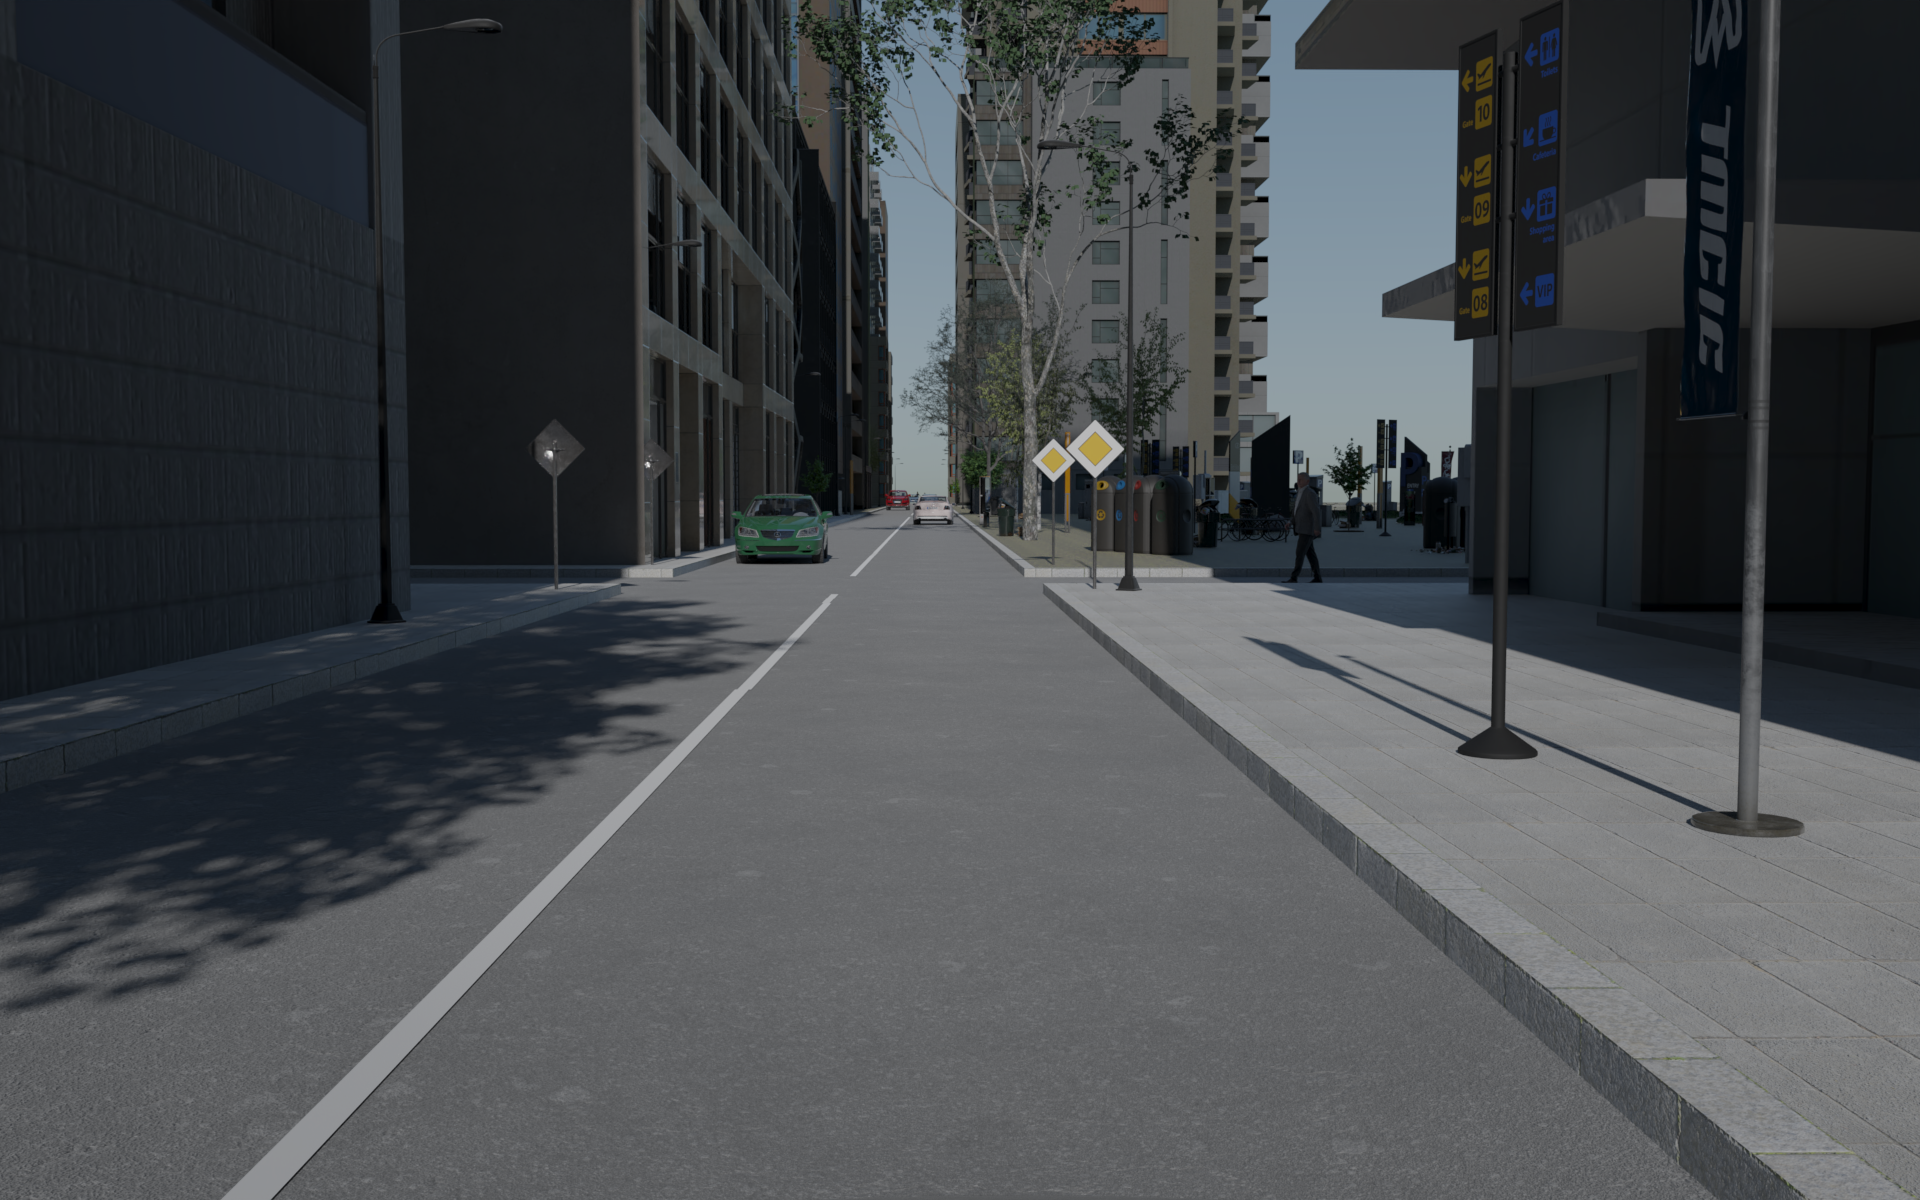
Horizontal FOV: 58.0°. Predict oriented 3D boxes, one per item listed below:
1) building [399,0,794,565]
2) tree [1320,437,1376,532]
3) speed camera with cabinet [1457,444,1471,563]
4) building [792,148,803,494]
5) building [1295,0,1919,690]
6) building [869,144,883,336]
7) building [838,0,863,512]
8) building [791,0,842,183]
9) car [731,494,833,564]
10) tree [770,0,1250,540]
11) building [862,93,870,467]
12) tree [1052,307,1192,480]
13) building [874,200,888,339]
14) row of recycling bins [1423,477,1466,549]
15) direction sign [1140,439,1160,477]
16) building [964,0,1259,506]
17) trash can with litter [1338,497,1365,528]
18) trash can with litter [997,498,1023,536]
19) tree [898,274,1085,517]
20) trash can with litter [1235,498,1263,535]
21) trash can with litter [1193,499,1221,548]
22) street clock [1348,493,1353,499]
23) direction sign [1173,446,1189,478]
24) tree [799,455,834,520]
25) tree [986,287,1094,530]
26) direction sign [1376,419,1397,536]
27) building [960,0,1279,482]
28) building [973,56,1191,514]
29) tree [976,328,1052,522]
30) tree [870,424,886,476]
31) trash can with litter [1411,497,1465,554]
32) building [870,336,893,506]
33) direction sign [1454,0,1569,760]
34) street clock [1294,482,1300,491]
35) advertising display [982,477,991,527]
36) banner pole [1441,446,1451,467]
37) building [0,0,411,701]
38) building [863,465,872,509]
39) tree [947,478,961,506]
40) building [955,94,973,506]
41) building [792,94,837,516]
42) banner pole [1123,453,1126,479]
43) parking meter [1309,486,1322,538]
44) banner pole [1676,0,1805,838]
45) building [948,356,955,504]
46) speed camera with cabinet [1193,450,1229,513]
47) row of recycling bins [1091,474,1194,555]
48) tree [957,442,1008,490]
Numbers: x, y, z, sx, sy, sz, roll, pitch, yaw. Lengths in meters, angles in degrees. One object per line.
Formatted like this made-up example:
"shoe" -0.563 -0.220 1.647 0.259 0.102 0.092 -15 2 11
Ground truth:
"building" -15.564 -14.850 47.312 19.350 26.468 34.151 0 4 -1
"tree" 13.284 -3.911 58.544 1.663 3.219 1.824 0 3 0
"speed camera with cabinet" 10.145 -2.279 31.592 2.038 3.252 0.660 3 5 43
"building" -15.203 -12.588 73.272 16.820 18.784 16.811 0 4 -1
"building" 17.811 -25.651 8.636 28.713 52.752 27.495 0 4 -1
"building" -21.742 -37.516 232.997 23.786 49.044 30.456 0 4 -1
"building" -18.505 -31.068 131.661 21.300 48.544 21.600 0 4 -1
"building" -15.016 -28.327 113.253 14.600 45.320 14.200 0 4 -1
"car" -3.784 -1.551 37.163 2.131 1.459 4.920 0 4 -3
"tree" 1.186 -11.645 46.291 12.611 20.169 13.585 0 3 0
"building" -16.172 -29.831 171.330 14.154 41.232 14.086 0 4 -1
"tree" 6.846 -7.176 67.692 4.737 8.622 4.395 0 3 0
"building" -17.694 -37.086 256.467 14.600 45.320 14.200 0 4 -1
"row of recycling bins" 12.251 -2.129 41.918 1.069 1.692 3.534 3 4 38
"direction sign" 7.891 -4.892 71.984 0.876 3.537 0.379 2 4 35
"building" 11.503 -29.649 139.382 22.147 44.769 28.867 0 4 -1
"trash can with litter" 14.690 -3.282 65.044 0.624 1.170 1.055 3 5 45
"trash can with litter" 1.650 -2.521 52.611 1.055 1.170 0.624 1 4 8
"tree" 1.710 -11.368 96.231 12.009 13.543 11.850 0 3 0
"trash can with litter" 9.117 -2.624 54.289 0.624 1.170 1.055 3 4 39
"trash can with litter" 5.777 -1.851 41.651 0.624 1.170 1.055 -2 4 -30
"street clock" 22.975 -5.958 101.982 0.358 2.002 0.471 3 5 42
"direction sign" 10.462 -5.512 82.120 0.876 3.537 0.379 3 4 37
"tree" -6.935 -5.523 84.907 1.663 3.219 1.824 0 3 0
"tree" 2.836 -6.847 62.315 4.360 8.622 3.978 0 3 0
"direction sign" 12.935 -3.705 52.567 0.876 3.537 0.379 -2 4 -35
"building" 14.621 -35.417 168.307 28.713 52.752 27.495 0 4 -1
"building" 7.853 -21.199 118.310 14.160 30.474 14.107 0 4 -1
"tree" 2.774 -7.808 78.026 4.737 8.622 4.395 0 3 0
"tree" -9.677 -14.189 182.344 4.737 8.622 4.395 0 3 0
"trash can with litter" 10.605 -1.653 38.083 1.678 1.210 2.233 2 4 26
"building" -22.078 -21.967 204.206 27.650 21.520 28.899 0 4 -1
"direction sign" 2.651 -1.005 8.436 0.379 3.537 0.876 -1 4 -16
"street clock" 20.758 -6.237 106.548 0.358 2.002 0.471 3 5 43
"advertising display" 1.023 -3.775 66.932 0.123 1.923 0.974 1 4 13
"banner pole" 25.186 -6.096 89.692 0.401 3.779 0.863 -2 4 -28
"building" -19.996 -28.786 12.653 28.212 58.520 21.231 0 4 -1
"building" -18.250 -43.681 152.443 20.563 71.187 20.611 0 4 -1
"tree" -0.358 -11.970 190.317 1.663 3.219 1.824 0 3 0
"building" 10.228 -35.330 201.353 21.300 48.544 21.600 0 4 -1
"building" -13.363 -16.230 95.040 12.332 23.373 15.834 0 4 -1
"banner pole" 9.198 -6.508 96.425 0.401 3.779 0.863 1 4 21
"parking meter" 10.431 -2.595 50.845 0.372 1.533 0.369 0 3 0
"banner pole" 3.012 -1.025 6.771 0.401 3.779 0.863 0 4 -3
"building" 12.325 -23.401 227.641 27.650 21.520 28.899 0 4 -1
"speed camera with cabinet" 11.498 -5.171 78.884 2.038 3.252 0.660 -3 5 -39
"row of recycling bins" 3.967 -1.877 37.810 1.069 1.692 3.534 -2 4 -24
"tree" 1.466 -7.713 109.824 4.285 4.588 4.351 0 3 0
